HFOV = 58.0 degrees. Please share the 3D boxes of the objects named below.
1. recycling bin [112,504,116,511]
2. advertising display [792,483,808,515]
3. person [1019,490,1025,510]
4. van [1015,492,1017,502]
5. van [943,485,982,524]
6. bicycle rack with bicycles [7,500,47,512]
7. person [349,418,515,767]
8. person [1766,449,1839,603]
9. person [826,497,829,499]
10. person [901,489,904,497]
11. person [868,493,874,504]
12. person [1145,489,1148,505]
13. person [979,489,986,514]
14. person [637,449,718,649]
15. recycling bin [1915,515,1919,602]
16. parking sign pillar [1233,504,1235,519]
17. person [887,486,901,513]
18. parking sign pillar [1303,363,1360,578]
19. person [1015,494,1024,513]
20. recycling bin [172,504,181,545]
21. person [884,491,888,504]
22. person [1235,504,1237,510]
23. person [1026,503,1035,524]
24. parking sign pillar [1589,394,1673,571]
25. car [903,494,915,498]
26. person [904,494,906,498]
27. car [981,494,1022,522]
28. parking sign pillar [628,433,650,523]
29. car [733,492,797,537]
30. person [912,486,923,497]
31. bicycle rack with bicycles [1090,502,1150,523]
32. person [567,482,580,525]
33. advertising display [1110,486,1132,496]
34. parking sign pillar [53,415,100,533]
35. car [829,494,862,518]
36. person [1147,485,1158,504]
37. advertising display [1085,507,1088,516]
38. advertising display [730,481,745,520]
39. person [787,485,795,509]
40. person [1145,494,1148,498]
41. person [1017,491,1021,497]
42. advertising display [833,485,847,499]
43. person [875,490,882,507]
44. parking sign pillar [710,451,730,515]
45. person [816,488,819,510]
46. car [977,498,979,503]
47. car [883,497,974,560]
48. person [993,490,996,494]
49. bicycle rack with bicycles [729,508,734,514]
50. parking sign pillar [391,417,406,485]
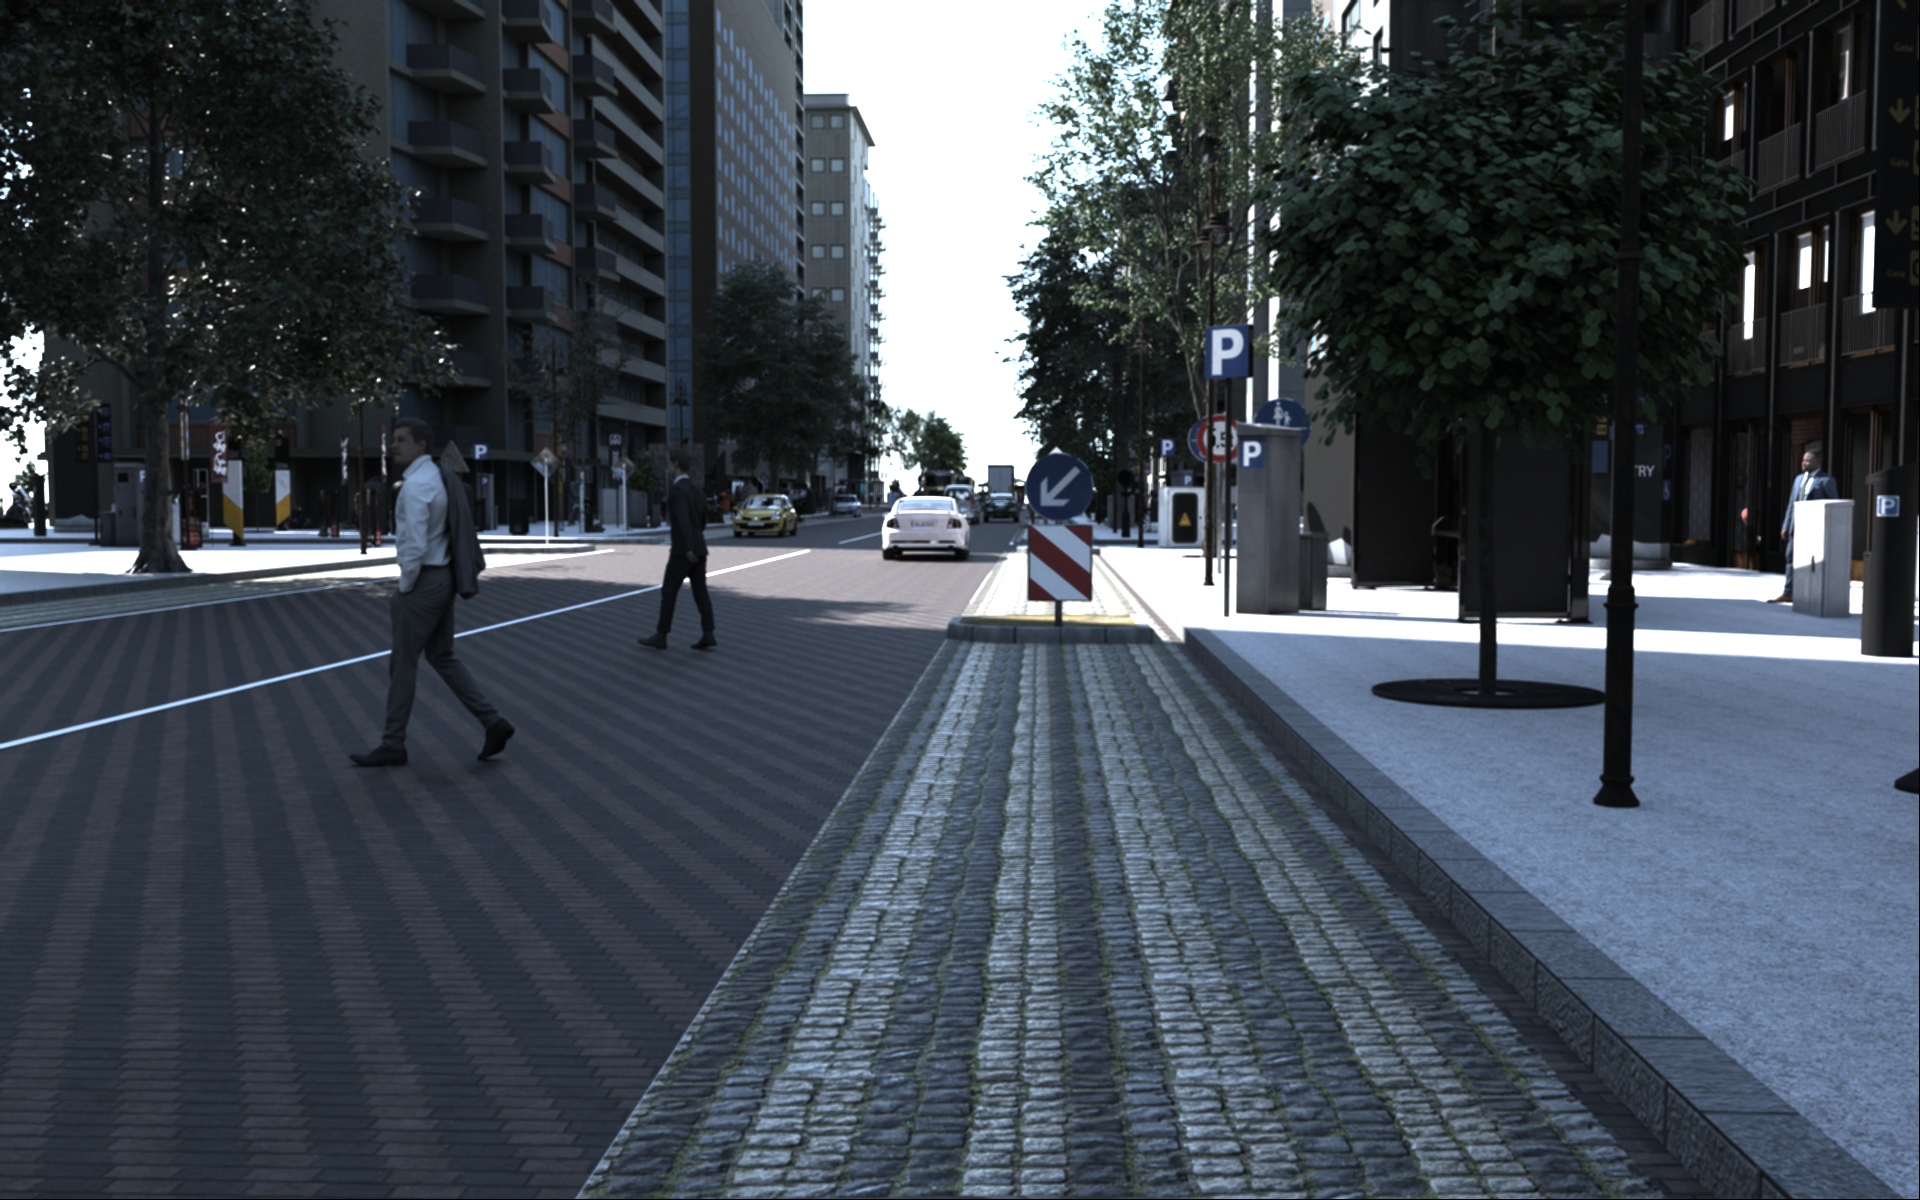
[{"bbox_3d":[-21.054,-1.925,44.033,0.722,1.027,0.722,0,4,-4],"label":"recycling bin"},{"bbox_3d":[-9.675,-6.071,104.477,0.974,1.923,0.123,1,4,14],"label":"advertising display"},{"bbox_3d":[5.588,-8.985,155.278,0.599,1.838,0.709,1,4,16],"label":"person"},{"bbox_3d":[6.593,-13.371,225.624,2.013,2.044,4.112,0,4,3],"label":"van"},{"bbox_3d":[0.039,-4.653,83.087,2.013,2.044,4.112,0,4,4],"label":"van"},{"bbox_3d":[-55.655,-5.575,104.536,2.925,0.926,2.852,2,4,35],"label":"bicycle rack with bicycles"},{"bbox_3d":[-2.810,-0.037,9.207,0.850,1.850,0.679,0,4,-4],"label":"person"},{"bbox_3d":[9.885,-0.856,20.225,0.419,1.800,0.721,-2,4,-30],"label":"person"},{"bbox_3d":[-10.035,-7.652,132.068,0.530,1.710,0.541,3,5,44],"label":"person"},{"bbox_3d":[-6.361,-11.164,188.658,1.350,1.814,0.705,2,4,35],"label":"person"},{"bbox_3d":[-11.756,-13.558,228.660,0.756,1.711,0.436,0,4,-4],"label":"person"},{"bbox_3d":[21.161,-11.641,196.386,0.705,1.823,1.348,1,4,11],"label":"person"},{"bbox_3d":[1.624,-7.065,123.984,0.573,1.828,0.580,-1,4,-10],"label":"person"},{"bbox_3d":[-2.604,-0.472,16.001,0.755,1.850,0.659,1,4,21],"label":"person"},{"bbox_3d":[11.789,-0.491,20.580,0.722,1.027,0.722,-3,5,-40],"label":"recycling bin"},{"bbox_3d":[14.720,-6.193,89.732,1.447,3.967,1.447,2,4,26],"label":"parking sign pillar"},{"bbox_3d":[-2.918,-4.061,75.158,0.793,1.790,0.793,-1,4,-18],"label":"person"},{"bbox_3d":[5.935,-2.355,26.977,1.447,3.967,1.447,-2,4,-28],"label":"parking sign pillar"},{"bbox_3d":[4.310,-7.141,128.485,0.991,1.433,0.599,2,4,33],"label":"person"},{"bbox_3d":[-19.922,-1.908,43.754,0.722,1.027,0.722,3,4,36],"label":"recycling bin"},{"bbox_3d":[-9.841,-13.946,234.735,1.217,1.739,0.721,-1,4,-10],"label":"person"},{"bbox_3d":[11.536,-3.944,70.619,0.616,1.811,0.778,0,4,-7],"label":"person"},{"bbox_3d":[3.178,-3.912,76.726,0.475,1.303,0.640,0,4,-4],"label":"person"},{"bbox_3d":[11.405,-2.510,29.505,1.447,3.967,1.447,3,5,43],"label":"parking sign pillar"},{"bbox_3d":[-4.520,-9.059,157.901,2.009,1.686,4.222,0,4,3],"label":"car"},{"bbox_3d":[-4.545,-8.031,143.073,0.557,1.426,1.065,-1,4,-12],"label":"person"},{"bbox_3d":[2.131,-4.746,89.398,2.131,1.459,4.920,0,4,1],"label":"car"},{"bbox_3d":[-14.411,-5.387,76.557,1.447,3.967,1.447,-1,4,-17],"label":"parking sign pillar"},{"bbox_3d":[-6.576,-2.956,58.550,2.015,1.641,3.980,0,4,3],"label":"car"},{"bbox_3d":[-2.224,-5.006,90.155,0.655,1.846,0.447,0,4,-6],"label":"person"},{"bbox_3d":[7.709,-4.428,85.786,2.852,0.926,2.925,-3,4,-38],"label":"bicycle rack with bicycles"},{"bbox_3d":[-16.178,-4.063,72.649,0.590,1.801,0.661,-3,4,-37],"label":"person"},{"bbox_3d":[6.861,-4.202,73.909,0.974,1.923,0.123,-1,4,-21],"label":"advertising display"},{"bbox_3d":[-29.591,-4.251,57.975,1.447,3.967,1.447,0,4,2],"label":"parking sign pillar"},{"bbox_3d":[-7.016,-5.751,106.034,2.014,1.417,4.499,0,4,1],"label":"car"},{"bbox_3d":[9.985,-5.075,89.442,0.576,1.772,0.534,-2,4,-29],"label":"person"},{"bbox_3d":[7.551,-5.965,102.734,0.123,1.923,0.974,0,4,-6],"label":"advertising display"},{"bbox_3d":[-10.948,-4.891,85.183,0.123,1.923,0.974,2,4,35],"label":"advertising display"},{"bbox_3d":[-6.467,-3.438,64.986,0.573,1.790,0.520,-2,4,-27],"label":"person"},{"bbox_3d":[18.196,-10.182,173.337,1.217,1.723,0.721,1,4,17],"label":"person"},{"bbox_3d":[7.504,-12.639,215.086,0.705,1.831,1.348,-3,4,-37],"label":"person"},{"bbox_3d":[-8.403,-7.122,121.661,0.974,1.923,0.123,-1,4,-9],"label":"advertising display"},{"bbox_3d":[-8.229,-10.225,174.160,0.756,1.711,0.436,3,4,37],"label":"person"},{"bbox_3d":[-14.959,-7.254,107.070,1.447,3.967,1.447,1,4,18],"label":"parking sign pillar"},{"bbox_3d":[-11.368,-8.010,137.526,0.721,1.766,1.217,3,4,37],"label":"person"},{"bbox_3d":[0.886,-9.598,168.927,2.014,1.417,4.499,0,4,3],"label":"car"},{"bbox_3d":[-0.734,-1.640,39.174,2.083,1.381,4.827,0,4,1],"label":"car"},{"bbox_3d":[2.535,-7.217,127.433,0.756,1.711,0.436,-1,4,-13],"label":"person"},{"bbox_3d":[-15.262,-5.894,109.753,2.852,0.926,2.925,1,4,16],"label":"bicycle rack with bicycles"},{"bbox_3d":[-19.499,-4.446,61.159,1.447,3.967,1.447,1,4,16],"label":"parking sign pillar"}]
